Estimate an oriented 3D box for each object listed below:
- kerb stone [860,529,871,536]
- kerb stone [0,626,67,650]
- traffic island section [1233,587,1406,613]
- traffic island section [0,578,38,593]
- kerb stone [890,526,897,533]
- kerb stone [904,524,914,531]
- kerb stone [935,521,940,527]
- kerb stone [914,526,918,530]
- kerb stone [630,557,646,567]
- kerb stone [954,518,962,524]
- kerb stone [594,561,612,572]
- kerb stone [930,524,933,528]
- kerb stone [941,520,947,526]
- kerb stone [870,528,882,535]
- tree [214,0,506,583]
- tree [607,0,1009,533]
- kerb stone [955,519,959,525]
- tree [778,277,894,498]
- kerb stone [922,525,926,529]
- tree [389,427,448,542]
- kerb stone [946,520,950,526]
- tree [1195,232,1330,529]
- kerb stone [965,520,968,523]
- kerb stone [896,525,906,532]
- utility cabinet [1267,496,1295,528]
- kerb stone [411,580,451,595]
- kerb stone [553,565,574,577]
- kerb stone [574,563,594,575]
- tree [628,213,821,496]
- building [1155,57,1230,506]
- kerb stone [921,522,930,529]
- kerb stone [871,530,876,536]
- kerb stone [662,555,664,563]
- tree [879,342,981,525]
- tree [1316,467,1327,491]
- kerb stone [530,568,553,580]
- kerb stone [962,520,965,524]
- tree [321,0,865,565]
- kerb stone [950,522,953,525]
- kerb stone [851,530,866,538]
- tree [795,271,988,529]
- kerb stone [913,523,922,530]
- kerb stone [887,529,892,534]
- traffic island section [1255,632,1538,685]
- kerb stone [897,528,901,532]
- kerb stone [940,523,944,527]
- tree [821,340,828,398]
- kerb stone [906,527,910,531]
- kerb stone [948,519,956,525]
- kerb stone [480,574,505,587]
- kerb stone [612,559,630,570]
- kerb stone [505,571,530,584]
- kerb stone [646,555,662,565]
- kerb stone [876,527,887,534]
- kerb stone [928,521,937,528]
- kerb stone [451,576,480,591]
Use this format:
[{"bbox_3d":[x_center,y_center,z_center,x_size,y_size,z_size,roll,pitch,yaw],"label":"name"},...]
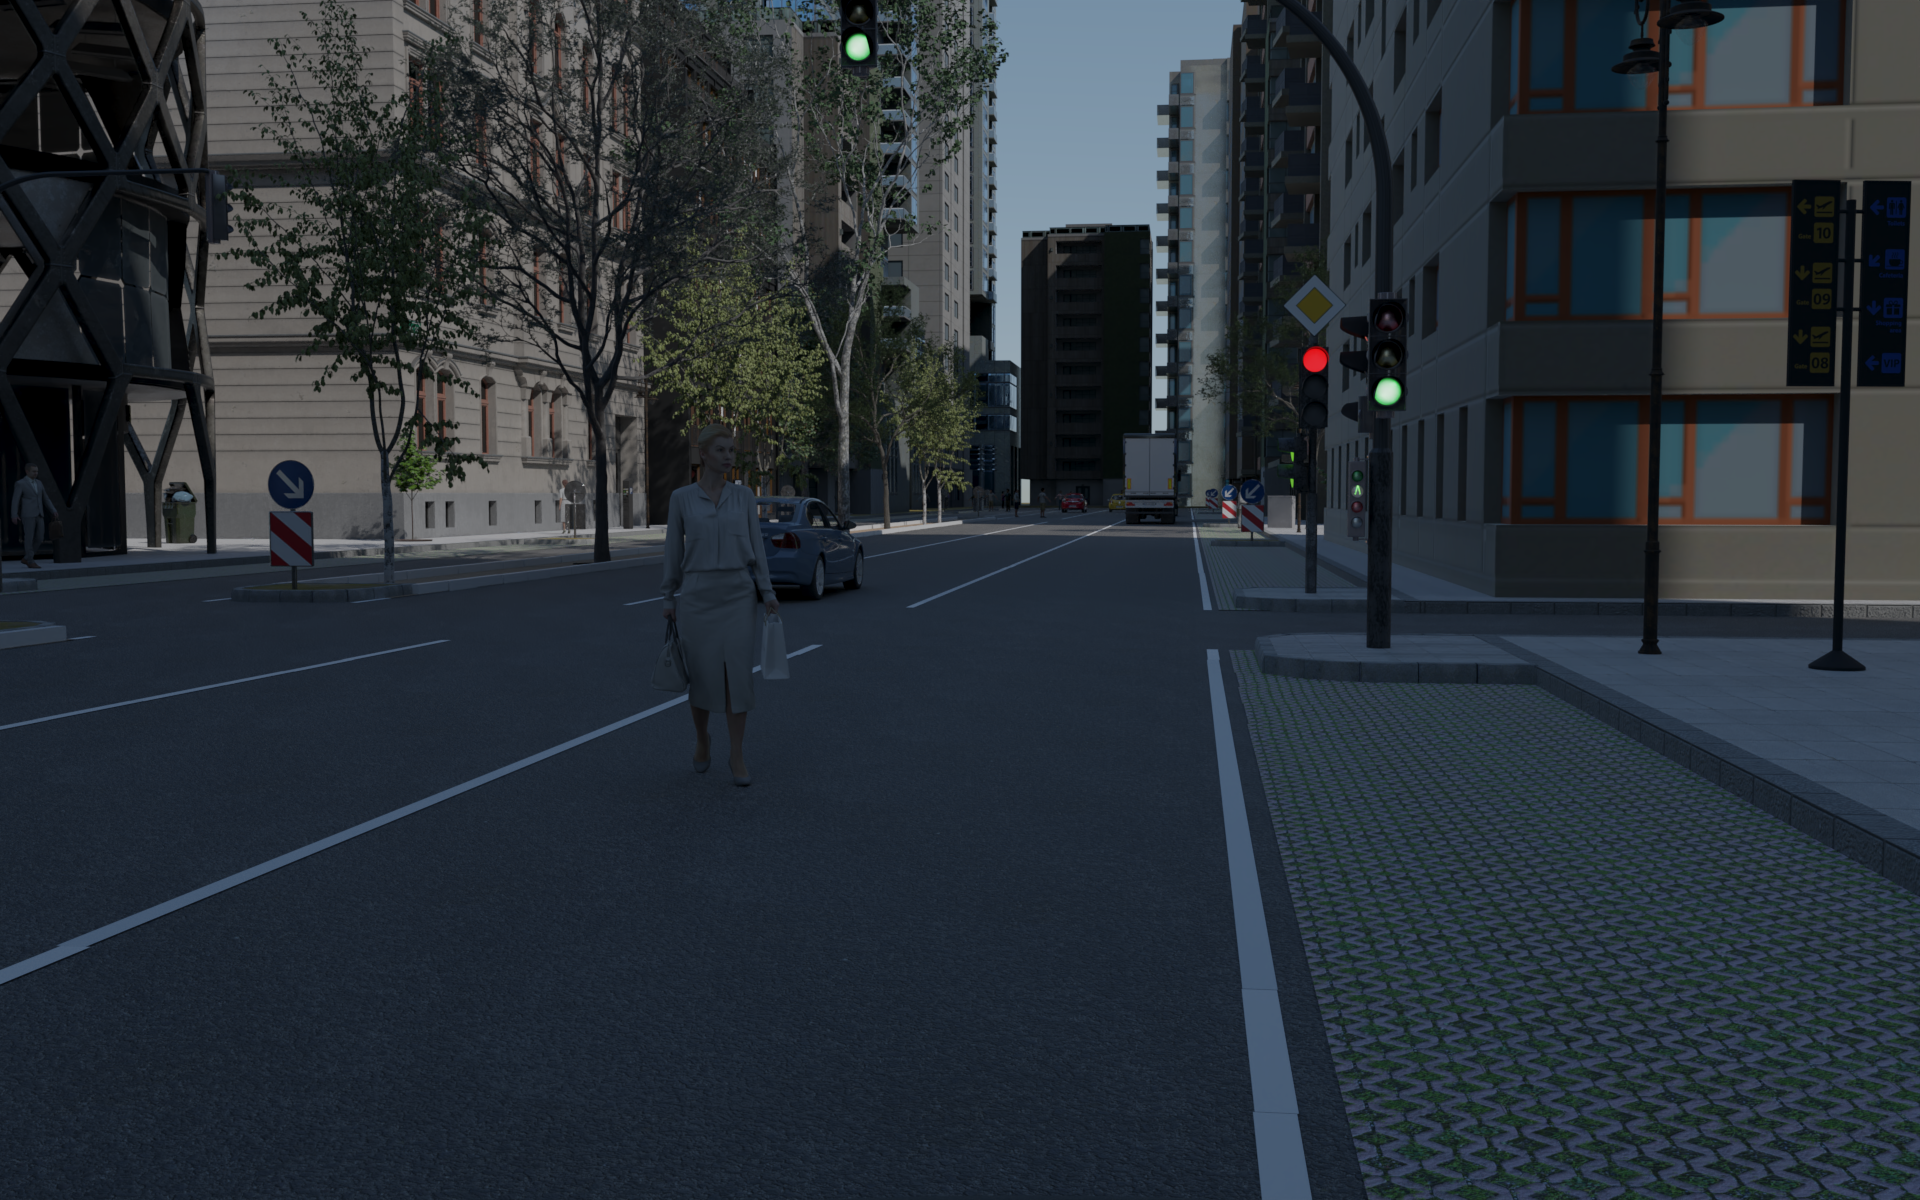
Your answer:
[{"bbox_3d":[-3.231,-2.227,58.614,0.120,0.150,1.000,0,4,8],"label":"kerb stone"},{"bbox_3d":[-8.828,0.357,16.378,0.120,0.150,1.000,0,4,8],"label":"kerb stone"},{"bbox_3d":[4.560,-0.008,22.408,2.009,0.180,2.903,0,4,8],"label":"traffic island section"},{"bbox_3d":[-14.813,-0.164,24.967,2.009,0.180,2.903,0,4,8],"label":"traffic island section"},{"bbox_3d":[-2.569,-2.538,63.688,0.120,0.150,1.000,0,4,8],"label":"kerb stone"},{"bbox_3d":[-2.034,-2.781,67.756,0.120,0.150,1.000,0,4,8],"label":"kerb stone"},{"bbox_3d":[-1.093,-3.215,74.880,0.120,0.150,1.000,0,4,8],"label":"kerb stone"},{"bbox_3d":[-1.897,-2.849,68.781,0.120,0.150,1.000,0,4,8],"label":"kerb stone"},{"bbox_3d":[-6.467,-0.736,34.229,0.120,0.150,1.000,0,4,8],"label":"kerb stone"},{"bbox_3d":[-0.147,-3.657,81.994,0.120,0.150,1.000,0,4,8],"label":"kerb stone"},{"bbox_3d":[-6.738,-0.608,32.195,0.120,0.150,1.000,0,4,8],"label":"kerb stone"},{"bbox_3d":[-1.355,-3.096,72.842,0.120,0.150,1.000,0,4,8],"label":"kerb stone"},{"bbox_3d":[-0.812,-3.347,76.911,0.120,0.150,1.000,0,4,8],"label":"kerb stone"},{"bbox_3d":[-2.967,-2.352,60.647,0.120,0.150,1.000,0,4,8],"label":"kerb stone"},{"bbox_3d":[-8.365,-4.411,24.932,4.737,8.622,4.395,0,3,0],"label":"tree"},{"bbox_3d":[-5.026,-12.274,59.022,12.611,20.169,13.585,0,3,0],"label":"tree"},{"bbox_3d":[-0.281,-3.595,80.981,0.120,0.150,1.000,0,4,8],"label":"kerb stone"},{"bbox_3d":[-8.286,-10.719,92.255,9.611,12.733,9.660,0,3,0],"label":"tree"},{"bbox_3d":[-1.626,-2.974,70.814,0.120,0.150,1.000,0,4,8],"label":"kerb stone"},{"bbox_3d":[-14.830,-3.194,46.828,1.663,3.219,1.824,0,3,0],"label":"tree"},{"bbox_3d":[-0.675,-3.409,77.935,0.120,0.150,1.000,0,4,8],"label":"kerb stone"},{"bbox_3d":[12.698,-7.840,62.600,8.767,10.594,7.601,0,4,5],"label":"tree"},{"bbox_3d":[0.123,-3.776,84.022,0.120,0.150,1.000,0,4,8],"label":"kerb stone"},{"bbox_3d":[-2.298,-2.662,65.721,0.120,0.150,1.000,0,4,8],"label":"kerb stone"},{"bbox_3d":[12.171,-3.329,65.584,1.020,1.237,0.306,3,4,36],"label":"utility cabinet"},{"bbox_3d":[-7.682,-0.177,25.083,0.120,0.150,1.000,0,4,8],"label":"kerb stone"},{"bbox_3d":[-7.003,-0.485,30.168,0.120,0.150,1.000,0,4,8],"label":"kerb stone"},{"bbox_3d":[-6.868,-0.550,31.181,0.120,0.150,1.000,0,4,8],"label":"kerb stone"},{"bbox_3d":[-6.204,-5.524,43.134,4.737,8.622,4.395,0,3,0],"label":"tree"},{"bbox_3d":[36.840,-34.858,189.528,30.456,49.044,23.786,0,4,8],"label":"building"},{"bbox_3d":[-1.486,-3.035,71.827,0.120,0.150,1.000,0,4,8],"label":"kerb stone"},{"bbox_3d":[-3.112,-2.289,59.634,0.120,0.150,1.000,0,4,8],"label":"kerb stone"},{"bbox_3d":[-6.198,-0.860,36.261,0.120,0.150,1.000,0,4,8],"label":"kerb stone"},{"bbox_3d":[-1.602,-7.666,78.165,4.737,8.622,4.395,0,3,0],"label":"tree"},{"bbox_3d":[11.681,-3.595,53.376,1.663,3.219,1.824,0,3,0],"label":"tree"},{"bbox_3d":[-7.134,-0.424,29.154,0.120,0.150,1.000,0,4,8],"label":"kerb stone"},{"bbox_3d":[-0.006,-3.719,83.008,0.120,0.150,1.000,0,4,8],"label":"kerb stone"},{"bbox_3d":[-7.194,-7.431,34.330,12.009,13.543,11.850,0,3,0],"label":"tree"},{"bbox_3d":[-0.547,-3.471,78.949,0.120,0.150,1.000,0,4,8],"label":"kerb stone"},{"bbox_3d":[-3.373,-2.165,57.599,0.120,0.150,1.000,0,4,8],"label":"kerb stone"},{"bbox_3d":[-2.908,-8.190,70.783,8.767,10.594,7.601,0,4,8],"label":"tree"},{"bbox_3d":[-1.754,-2.905,69.800,0.120,0.150,1.000,0,4,8],"label":"kerb stone"},{"bbox_3d":[-2.699,-2.475,62.674,0.120,0.150,1.000,0,4,8],"label":"kerb stone"},{"bbox_3d":[3.512,0.476,14.492,2.009,0.180,2.903,0,4,8],"label":"traffic island section"},{"bbox_3d":[-2.440,-2.600,64.703,0.120,0.150,1.000,0,4,8],"label":"kerb stone"},{"bbox_3d":[-0.955,-3.284,75.893,0.120,0.150,1.000,0,4,8],"label":"kerb stone"},{"bbox_3d":[-5.607,-5.905,49.362,4.737,8.622,4.395,0,3,0],"label":"tree"},{"bbox_3d":[-2.159,-2.724,66.736,0.120,0.150,1.000,0,4,8],"label":"kerb stone"},{"bbox_3d":[-0.415,-3.533,79.963,0.120,0.150,1.000,0,4,8],"label":"kerb stone"},{"bbox_3d":[-7.411,-0.301,27.110,0.120,0.150,1.000,0,4,8],"label":"kerb stone"},{"bbox_3d":[-6.597,-0.674,33.209,0.120,0.150,1.000,0,4,8],"label":"kerb stone"},{"bbox_3d":[-7.269,-0.361,28.140,0.120,0.150,1.000,0,4,8],"label":"kerb stone"},{"bbox_3d":[-6.328,-0.798,35.247,0.120,0.150,1.000,0,4,8],"label":"kerb stone"},{"bbox_3d":[-2.837,-2.414,61.661,0.120,0.150,1.000,0,4,8],"label":"kerb stone"},{"bbox_3d":[-1.226,-3.158,73.856,0.120,0.150,1.000,0,4,8],"label":"kerb stone"},{"bbox_3d":[-7.535,-0.239,26.095,0.120,0.150,1.000,0,4,8],"label":"kerb stone"}]
